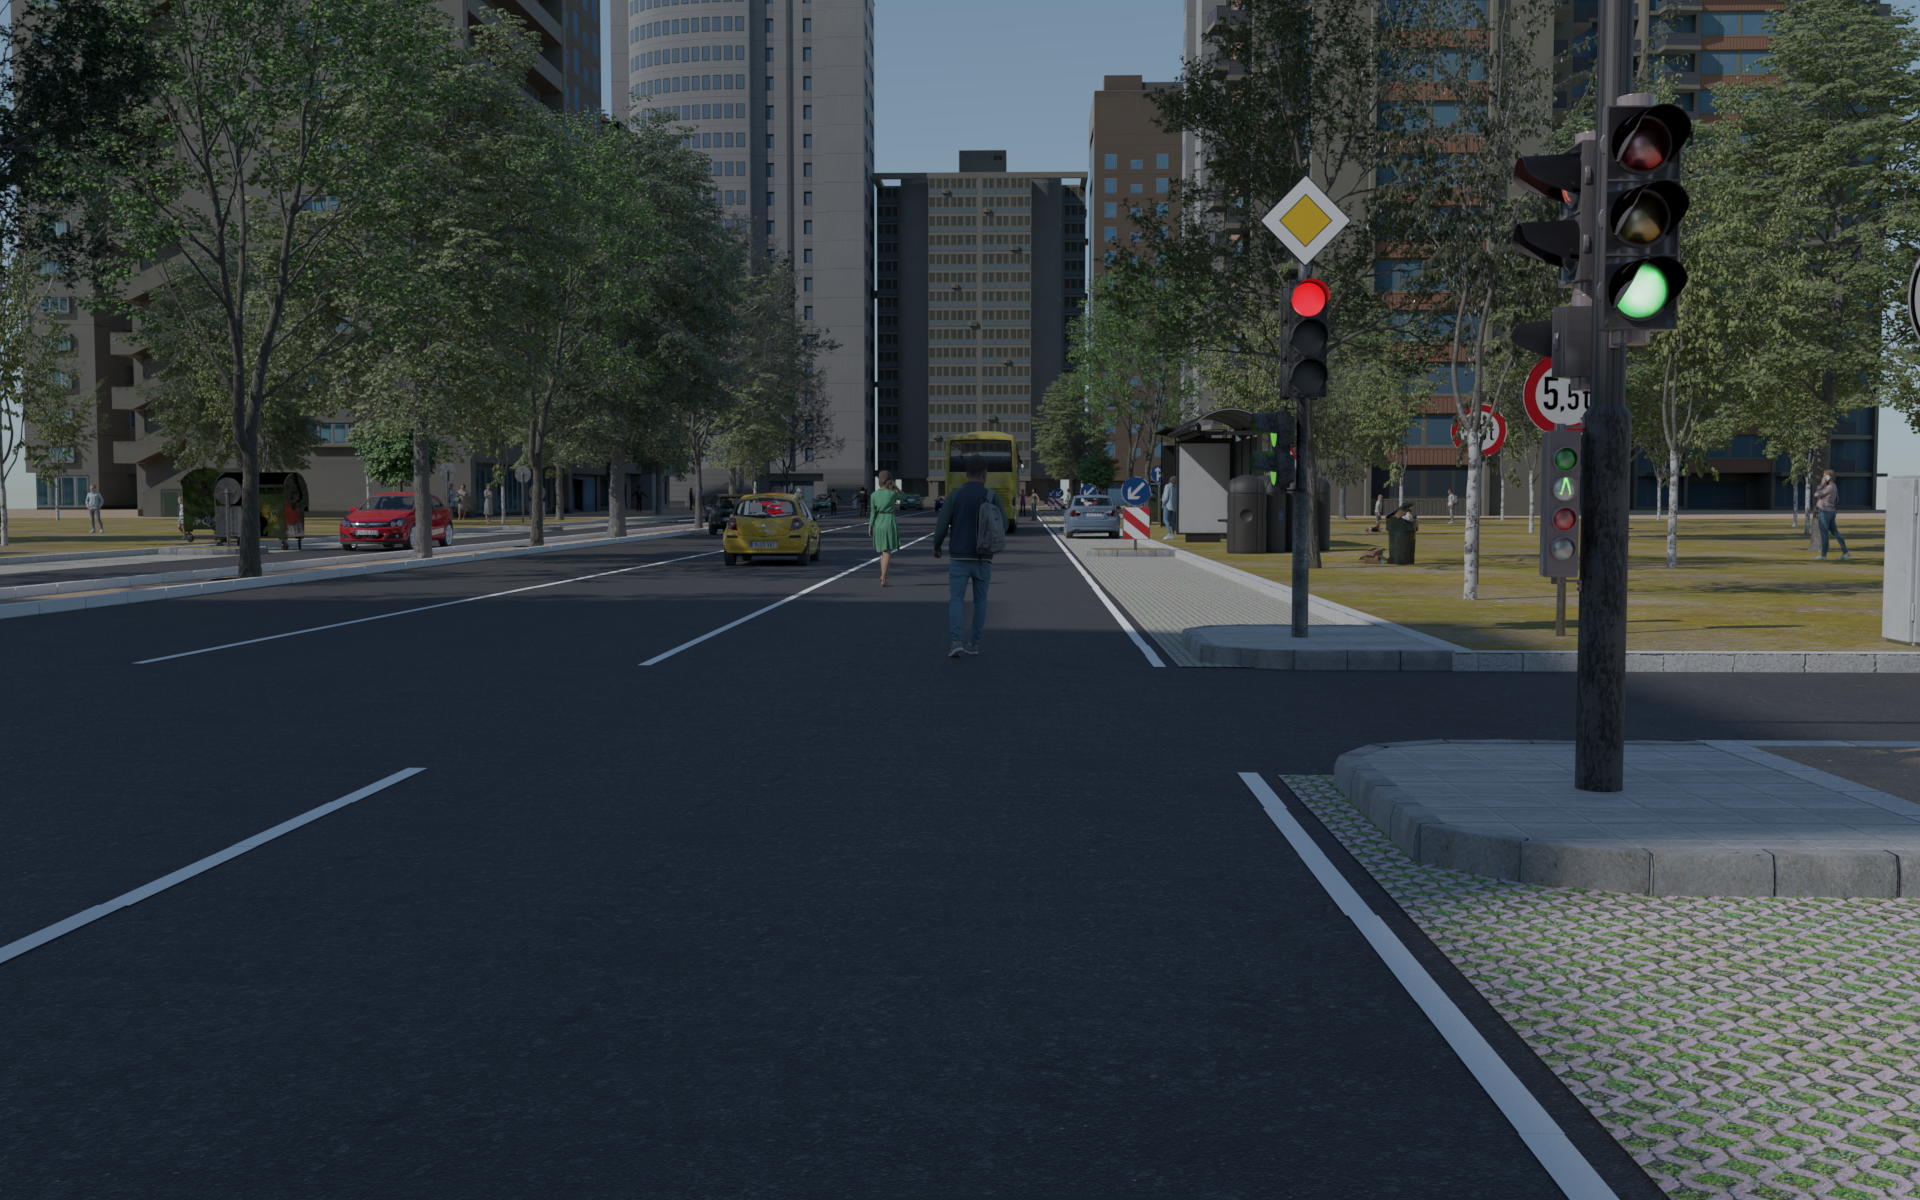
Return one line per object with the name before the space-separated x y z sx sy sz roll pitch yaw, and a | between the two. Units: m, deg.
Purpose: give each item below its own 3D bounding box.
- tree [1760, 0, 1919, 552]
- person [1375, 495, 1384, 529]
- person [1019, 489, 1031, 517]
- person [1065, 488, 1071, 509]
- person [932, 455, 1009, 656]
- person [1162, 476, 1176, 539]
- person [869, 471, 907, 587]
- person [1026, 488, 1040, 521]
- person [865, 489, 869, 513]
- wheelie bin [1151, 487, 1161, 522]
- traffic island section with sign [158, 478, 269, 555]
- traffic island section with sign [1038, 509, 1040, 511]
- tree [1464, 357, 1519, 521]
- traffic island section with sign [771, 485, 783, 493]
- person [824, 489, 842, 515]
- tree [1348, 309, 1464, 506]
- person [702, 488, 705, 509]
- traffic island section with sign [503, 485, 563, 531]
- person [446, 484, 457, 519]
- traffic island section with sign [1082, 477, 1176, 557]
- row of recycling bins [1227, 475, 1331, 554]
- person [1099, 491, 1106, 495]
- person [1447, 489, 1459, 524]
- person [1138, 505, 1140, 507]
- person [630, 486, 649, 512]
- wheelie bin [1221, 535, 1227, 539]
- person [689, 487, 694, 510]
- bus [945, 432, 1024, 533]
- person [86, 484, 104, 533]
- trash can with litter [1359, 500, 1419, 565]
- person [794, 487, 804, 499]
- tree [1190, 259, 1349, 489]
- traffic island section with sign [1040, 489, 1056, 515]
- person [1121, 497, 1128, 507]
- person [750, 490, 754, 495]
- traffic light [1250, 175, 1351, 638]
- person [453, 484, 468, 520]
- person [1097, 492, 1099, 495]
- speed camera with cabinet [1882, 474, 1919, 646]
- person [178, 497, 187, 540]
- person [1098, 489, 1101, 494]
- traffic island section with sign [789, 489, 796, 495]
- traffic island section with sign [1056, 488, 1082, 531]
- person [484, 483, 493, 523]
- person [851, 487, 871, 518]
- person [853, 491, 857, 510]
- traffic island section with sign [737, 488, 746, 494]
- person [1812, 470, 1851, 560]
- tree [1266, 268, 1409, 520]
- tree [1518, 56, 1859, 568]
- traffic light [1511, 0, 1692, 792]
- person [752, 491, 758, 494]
tree | 19.493 -7.338 38.108 7.486 12.596 7.792 0 3 0
person | 15.245 -3.193 62.935 0.332 1.250 0.352 -1 4 -21
person | 3.973 -6.109 109.069 1.217 1.739 0.721 0 4 -8
person | 6.743 -6.075 107.910 0.705 1.814 1.350 0 4 -6
person | 0.106 -0.402 15.420 0.623 1.781 0.721 -1 4 -17
person | 6.010 -2.638 49.438 0.793 1.790 0.793 1 4 15
person | -1.169 -1.113 26.944 0.600 1.795 0.529 1 4 16
person | 3.894 -5.102 92.634 0.721 1.735 1.217 -2 4 -33
person | -7.253 -7.717 134.635 0.705 1.831 1.348 -1 4 -8
wheelie bin | 8.928 -4.374 79.421 0.693 1.594 0.980 2 4 27
traffic island section with sign | -17.667 -1.996 41.260 1.989 1.847 2.006 0 4 2
traffic island section with sign | 7.508 -8.312 144.534 1.989 1.847 2.006 0 4 2
tree | 26.524 -8.152 83.645 4.737 8.622 4.395 0 3 0
traffic island section with sign | -9.676 -5.057 90.825 2.006 1.907 1.989 0 4 2
person | -8.885 -6.900 121.417 1.348 1.812 0.705 -2 4 -24
tree | 17.206 -7.213 68.302 4.737 8.622 4.395 0 3 0
person | -21.546 -8.486 144.654 0.709 1.838 0.599 -1 4 -10
traffic island section with sign | -16.752 -3.644 68.200 1.989 1.847 2.006 0 4 2
person | -25.775 -4.988 87.690 0.616 1.811 0.778 -3 4 -38
traffic island section with sign | 3.919 -1.927 40.130 1.989 1.847 2.006 0 4 2
row of recycling bins | 7.040 -1.911 38.364 1.069 1.692 3.534 3 5 42
person | 11.397 -8.170 139.498 0.599 1.838 0.709 -2 4 -29
person | 21.457 -4.095 75.585 0.523 1.515 0.503 -3 4 -36
person | 12.220 -6.647 117.948 0.697 1.427 0.421 3 4 39
person | -22.397 -7.051 120.961 1.348 1.869 0.705 -2 4 -29
wheelie bin | 7.646 -2.549 49.588 0.980 1.594 0.693 -3 5 -44
person | -21.385 -8.061 137.969 0.705 1.807 1.348 -1 4 -13
bus | 1.003 -4.630 67.249 2.896 3.916 12.252 0 4 3
person | -28.655 -3.026 57.323 0.589 1.601 0.330 0 4 4
trash can with litter | 7.829 -1.239 31.643 1.055 1.170 0.624 2 4 32
person | -8.014 -4.749 86.333 0.537 1.800 0.526 1 4 9
tree | 9.141 -6.252 52.584 4.737 8.622 4.395 0 3 0
traffic island section with sign | 6.568 -6.643 117.240 1.989 1.847 2.006 0 4 2
person | 16.157 -9.833 166.837 1.348 1.821 0.705 -2 4 -24
person | -14.669 -6.976 123.108 0.990 1.755 0.434 1 4 12
traffic light | 3.031 -1.622 15.433 0.839 4.253 0.868 0 4 2
person | -24.495 -4.803 84.933 0.716 1.782 0.532 0 4 -5
person | 8.366 -5.974 106.906 0.799 1.438 0.628 3 4 37
speed camera with cabinet | 9.021 -1.242 14.636 2.038 3.252 0.660 0 4 6
person | -21.552 -2.273 48.219 0.505 1.210 0.382 3 4 38
person | 11.807 -8.570 146.168 1.348 1.822 0.705 1 4 16
traffic island section with sign | -14.075 -8.393 145.860 1.989 1.847 2.006 0 4 2
traffic island section with sign | 4.855 -3.578 67.135 1.989 1.847 2.006 0 4 2
person | -20.754 -4.272 76.462 0.524 1.755 0.480 1 4 21
person | -5.767 -5.781 102.654 1.348 1.869 0.705 0 4 -3
person | -9.615 -9.148 158.734 0.551 1.740 0.621 1 4 22
traffic island section with sign | -15.002 -6.746 118.921 1.989 1.847 2.006 0 4 2
person | 16.891 -1.646 33.539 0.643 1.750 0.593 3 5 41
tree | 18.695 -10.271 86.062 7.486 12.596 7.792 0 3 0
tree | 12.648 -4.864 29.890 4.737 8.622 4.395 0 3 0
traffic light | 0.663 -2.001 7.383 4.771 5.953 1.251 0 4 2
person | -14.459 -6.951 122.085 1.348 1.831 0.705 -2 4 -28
